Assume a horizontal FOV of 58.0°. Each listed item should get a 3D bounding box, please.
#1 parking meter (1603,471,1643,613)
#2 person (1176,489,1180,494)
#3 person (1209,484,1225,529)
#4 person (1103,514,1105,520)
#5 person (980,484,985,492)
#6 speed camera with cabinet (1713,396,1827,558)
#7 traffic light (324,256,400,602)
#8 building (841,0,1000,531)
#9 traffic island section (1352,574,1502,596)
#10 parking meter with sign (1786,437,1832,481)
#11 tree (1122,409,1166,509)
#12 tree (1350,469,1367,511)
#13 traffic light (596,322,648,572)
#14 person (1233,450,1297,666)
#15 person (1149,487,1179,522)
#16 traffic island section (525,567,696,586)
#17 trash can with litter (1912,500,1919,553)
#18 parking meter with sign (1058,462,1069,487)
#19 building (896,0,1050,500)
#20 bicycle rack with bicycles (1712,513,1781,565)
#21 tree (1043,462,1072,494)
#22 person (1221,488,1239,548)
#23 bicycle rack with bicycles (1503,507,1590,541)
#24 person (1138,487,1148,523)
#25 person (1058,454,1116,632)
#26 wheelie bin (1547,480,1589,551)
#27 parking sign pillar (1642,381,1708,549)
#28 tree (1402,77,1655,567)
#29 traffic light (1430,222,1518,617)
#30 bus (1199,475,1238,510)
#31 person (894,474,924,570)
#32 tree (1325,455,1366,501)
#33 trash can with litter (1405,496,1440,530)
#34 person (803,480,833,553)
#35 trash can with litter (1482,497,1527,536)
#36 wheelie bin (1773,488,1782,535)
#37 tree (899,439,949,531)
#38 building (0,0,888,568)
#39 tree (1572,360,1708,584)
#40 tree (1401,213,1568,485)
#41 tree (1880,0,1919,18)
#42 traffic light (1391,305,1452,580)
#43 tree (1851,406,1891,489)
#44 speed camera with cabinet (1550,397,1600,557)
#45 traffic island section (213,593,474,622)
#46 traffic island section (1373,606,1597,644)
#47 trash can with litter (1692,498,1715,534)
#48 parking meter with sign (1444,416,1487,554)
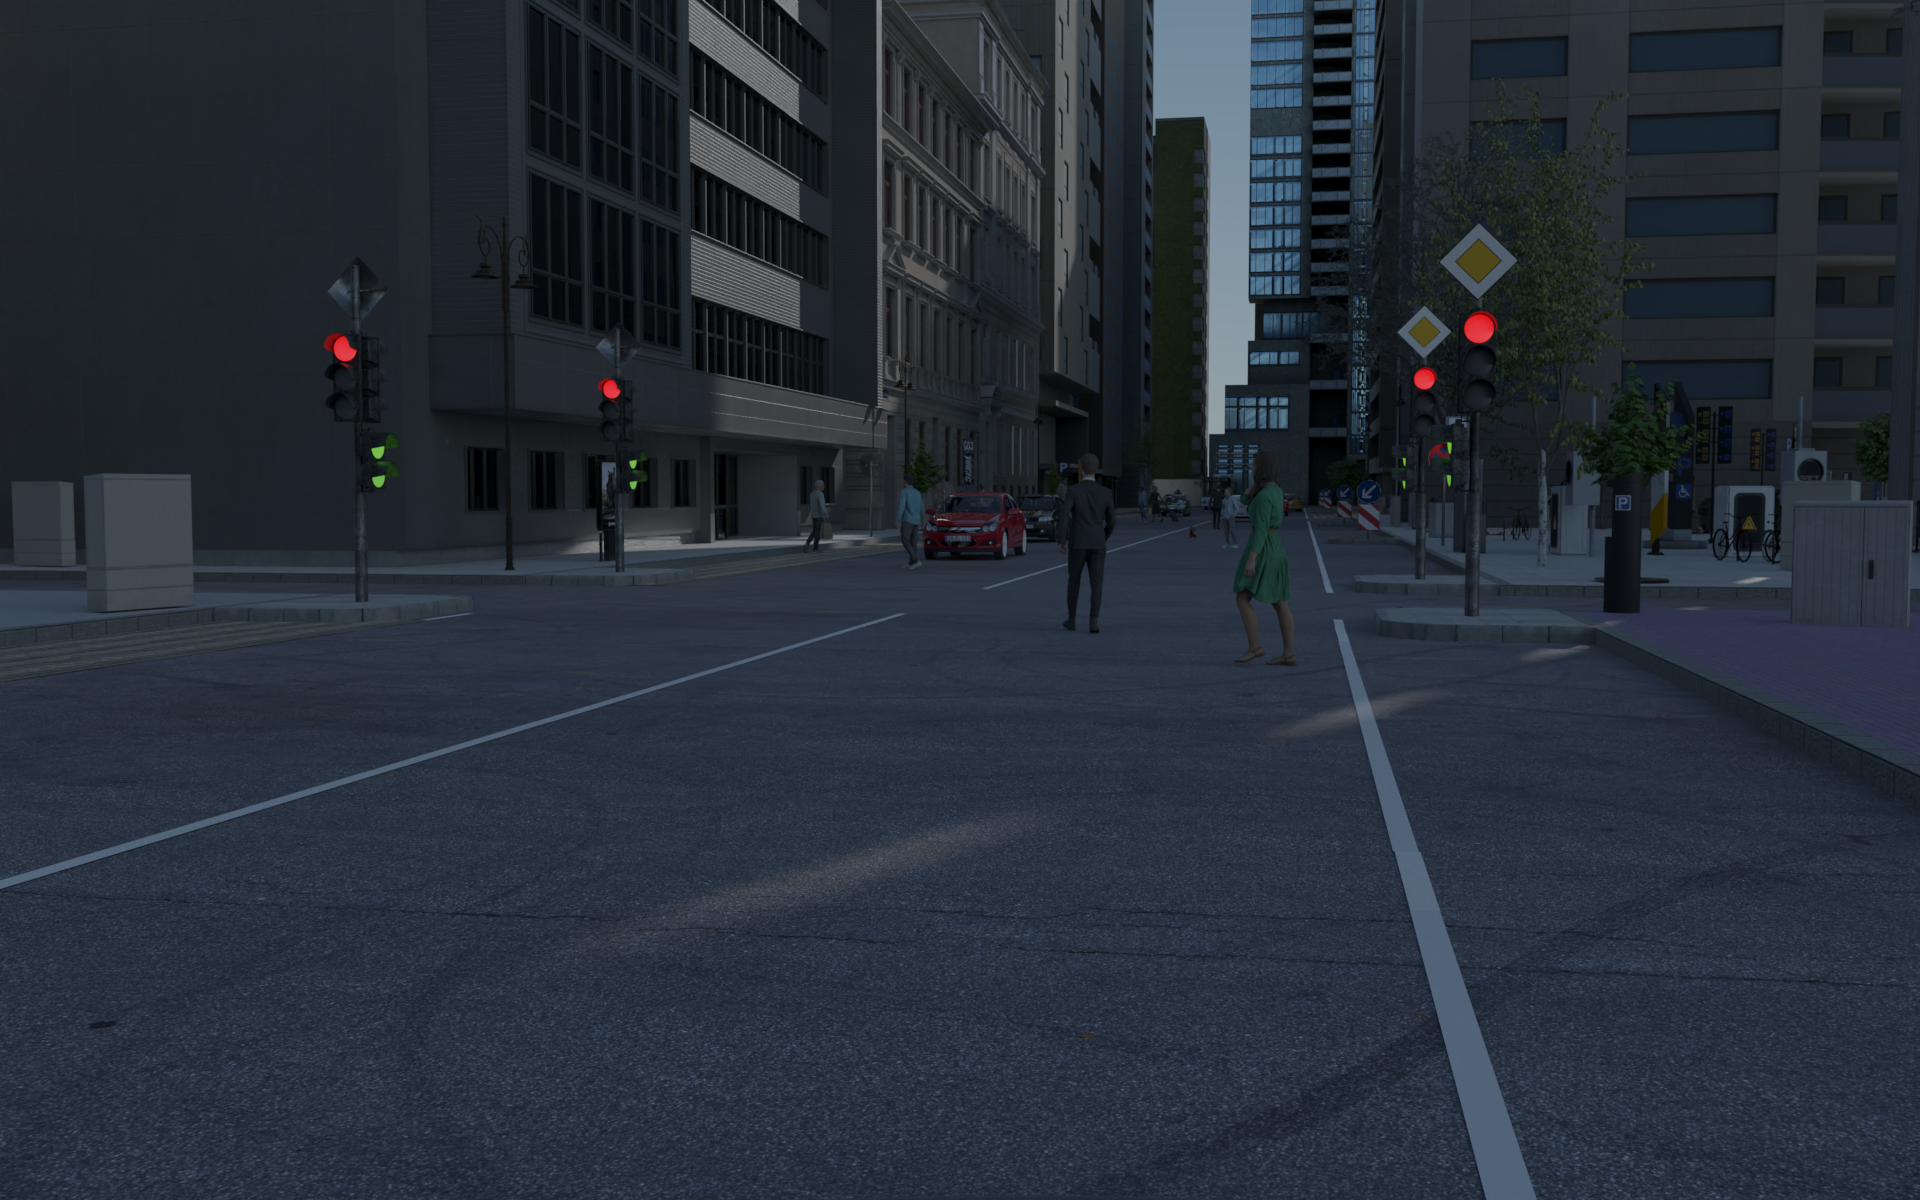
[{"bbox_3d":[7.183,-0.633,18.759,0.372,1.533,0.369,0,3,0],"label":"parking meter"},{"bbox_3d":[18.235,-8.356,145.051,1.348,1.831,0.705,3,4,38],"label":"person"},{"bbox_3d":[10.472,-3.809,70.554,0.659,1.850,0.755,1,4,11],"label":"person"},{"bbox_3d":[7.725,-5.267,94.428,0.447,1.846,0.655,0,4,5],"label":"person"},{"bbox_3d":[0.759,-2.982,57.590,0.374,1.781,0.599,2,4,33],"label":"person"},{"bbox_3d":[16.367,-2.485,34.970,2.038,3.252,0.660,0,4,-3],"label":"speed camera with cabinet"},{"bbox_3d":[-7.114,-1.933,20.526,0.839,4.253,0.868,1,4,11],"label":"traffic light"},{"bbox_3d":[-5.896,-14.342,70.650,11.583,22.565,21.152,1,4,11],"label":"building"},{"bbox_3d":[6.939,-0.230,26.043,2.009,0.180,2.903,1,4,11],"label":"traffic island section"},{"bbox_3d":[26.141,-3.456,52.774,1.738,3.016,0.543,0,4,8],"label":"parking meter with sign"},{"bbox_3d":[15.848,-12.137,148.796,4.737,8.622,4.395,0,3,0],"label":"tree"},{"bbox_3d":[30.853,-8.518,133.875,1.663,3.219,1.824,0,3,0],"label":"tree"},{"bbox_3d":[-5.575,-2.412,28.362,0.839,4.253,0.868,1,4,11],"label":"traffic light"},{"bbox_3d":[2.549,-0.347,14.424,0.529,1.795,0.600,1,4,14],"label":"person"},{"bbox_3d":[10.308,-4.856,88.110,1.509,1.804,0.699,2,4,32],"label":"person"},{"bbox_3d":[-5.613,-0.381,28.504,2.009,0.180,2.903,1,4,11],"label":"traffic island section"},{"bbox_3d":[20.999,-1.654,38.099,1.678,1.210,2.233,-2,4,-28],"label":"trash can with litter"},{"bbox_3d":[5.551,-5.998,94.335,0.543,3.016,1.738,1,4,10],"label":"parking meter with sign"},{"bbox_3d":[-3.322,-18.657,90.947,13.634,28.700,20.117,1,4,11],"label":"building"},{"bbox_3d":[15.615,-1.150,32.177,2.852,0.926,2.925,0,4,6],"label":"bicycle rack with bicycles"},{"bbox_3d":[5.602,-6.579,102.161,1.663,3.219,1.824,0,3,0],"label":"tree"},{"bbox_3d":[7.117,-2.176,45.883,0.330,1.601,0.589,-2,4,-32],"label":"person"},{"bbox_3d":[16.274,-2.114,47.940,2.852,0.926,2.925,2,4,27],"label":"bicycle rack with bicycles"},{"bbox_3d":[9.156,-4.767,86.704,0.793,1.790,0.793,-3,5,-41],"label":"person"},{"bbox_3d":[1.288,-0.597,18.032,0.659,1.850,0.755,0,4,-8],"label":"person"},{"bbox_3d":[13.289,-1.835,37.908,0.693,1.594,0.980,2,4,34],"label":"wheelie bin"},{"bbox_3d":[16.893,-3.201,40.810,1.447,3.967,1.447,0,4,8],"label":"parking sign pillar"},{"bbox_3d":[10.130,-4.888,30.283,4.737,8.622,4.395,0,3,0],"label":"tree"},{"bbox_3d":[5.363,-1.785,18.101,0.839,4.253,0.868,1,4,11],"label":"traffic light"},{"bbox_3d":[23.708,-9.975,157.958,2.948,3.499,13.247,1,4,12],"label":"bus"},{"bbox_3d":[-0.926,-1.499,33.020,0.620,1.820,0.660,2,4,35],"label":"person"},{"bbox_3d":[32.579,-9.957,146.507,4.285,4.588,4.351,0,3,0],"label":"tree"},{"bbox_3d":[16.894,-3.159,62.711,2.233,1.210,1.678,-2,4,-26],"label":"trash can with litter"},{"bbox_3d":[-3.403,-1.992,41.561,0.515,1.767,0.782,-2,4,-35],"label":"person"},{"bbox_3d":[16.549,-2.620,53.897,2.233,1.210,1.678,0,4,6],"label":"trash can with litter"},{"bbox_3d":[25.956,-2.849,54.492,0.693,1.594,0.980,0,4,-1],"label":"wheelie bin"},{"bbox_3d":[-1.196,-4.039,60.632,1.663,3.219,1.824,0,3,0],"label":"tree"},{"bbox_3d":[-12.163,-13.820,45.024,14.314,24.678,30.058,1,4,11],"label":"building"},{"bbox_3d":[9.703,-1.876,25.268,1.663,3.219,1.824,0,3,0],"label":"tree"},{"bbox_3d":[13.467,-5.802,45.226,4.360,8.622,3.978,0,3,0],"label":"tree"},{"bbox_3d":[6.876,-5.981,8.166,12.009,13.543,11.850,0,3,0],"label":"tree"},{"bbox_3d":[6.902,-2.264,25.936,0.839,4.253,0.868,1,4,11],"label":"traffic light"},{"bbox_3d":[32.639,-4.680,60.230,4.285,4.588,4.351,0,3,0],"label":"tree"},{"bbox_3d":[12.780,-2.547,35.987,0.660,3.252,2.038,0,4,7],"label":"speed camera with cabinet"},{"bbox_3d":[-7.152,0.099,20.668,2.009,0.180,2.903,1,4,11],"label":"traffic island section"},{"bbox_3d":[5.400,0.249,18.207,2.009,0.180,2.903,1,4,11],"label":"traffic island section"},{"bbox_3d":[23.800,-2.691,55.383,1.055,1.170,0.624,-2,4,-33],"label":"trash can with litter"},{"bbox_3d":[11.147,-2.555,38.041,0.543,3.016,1.738,0,4,-2],"label":"parking meter with sign"}]
